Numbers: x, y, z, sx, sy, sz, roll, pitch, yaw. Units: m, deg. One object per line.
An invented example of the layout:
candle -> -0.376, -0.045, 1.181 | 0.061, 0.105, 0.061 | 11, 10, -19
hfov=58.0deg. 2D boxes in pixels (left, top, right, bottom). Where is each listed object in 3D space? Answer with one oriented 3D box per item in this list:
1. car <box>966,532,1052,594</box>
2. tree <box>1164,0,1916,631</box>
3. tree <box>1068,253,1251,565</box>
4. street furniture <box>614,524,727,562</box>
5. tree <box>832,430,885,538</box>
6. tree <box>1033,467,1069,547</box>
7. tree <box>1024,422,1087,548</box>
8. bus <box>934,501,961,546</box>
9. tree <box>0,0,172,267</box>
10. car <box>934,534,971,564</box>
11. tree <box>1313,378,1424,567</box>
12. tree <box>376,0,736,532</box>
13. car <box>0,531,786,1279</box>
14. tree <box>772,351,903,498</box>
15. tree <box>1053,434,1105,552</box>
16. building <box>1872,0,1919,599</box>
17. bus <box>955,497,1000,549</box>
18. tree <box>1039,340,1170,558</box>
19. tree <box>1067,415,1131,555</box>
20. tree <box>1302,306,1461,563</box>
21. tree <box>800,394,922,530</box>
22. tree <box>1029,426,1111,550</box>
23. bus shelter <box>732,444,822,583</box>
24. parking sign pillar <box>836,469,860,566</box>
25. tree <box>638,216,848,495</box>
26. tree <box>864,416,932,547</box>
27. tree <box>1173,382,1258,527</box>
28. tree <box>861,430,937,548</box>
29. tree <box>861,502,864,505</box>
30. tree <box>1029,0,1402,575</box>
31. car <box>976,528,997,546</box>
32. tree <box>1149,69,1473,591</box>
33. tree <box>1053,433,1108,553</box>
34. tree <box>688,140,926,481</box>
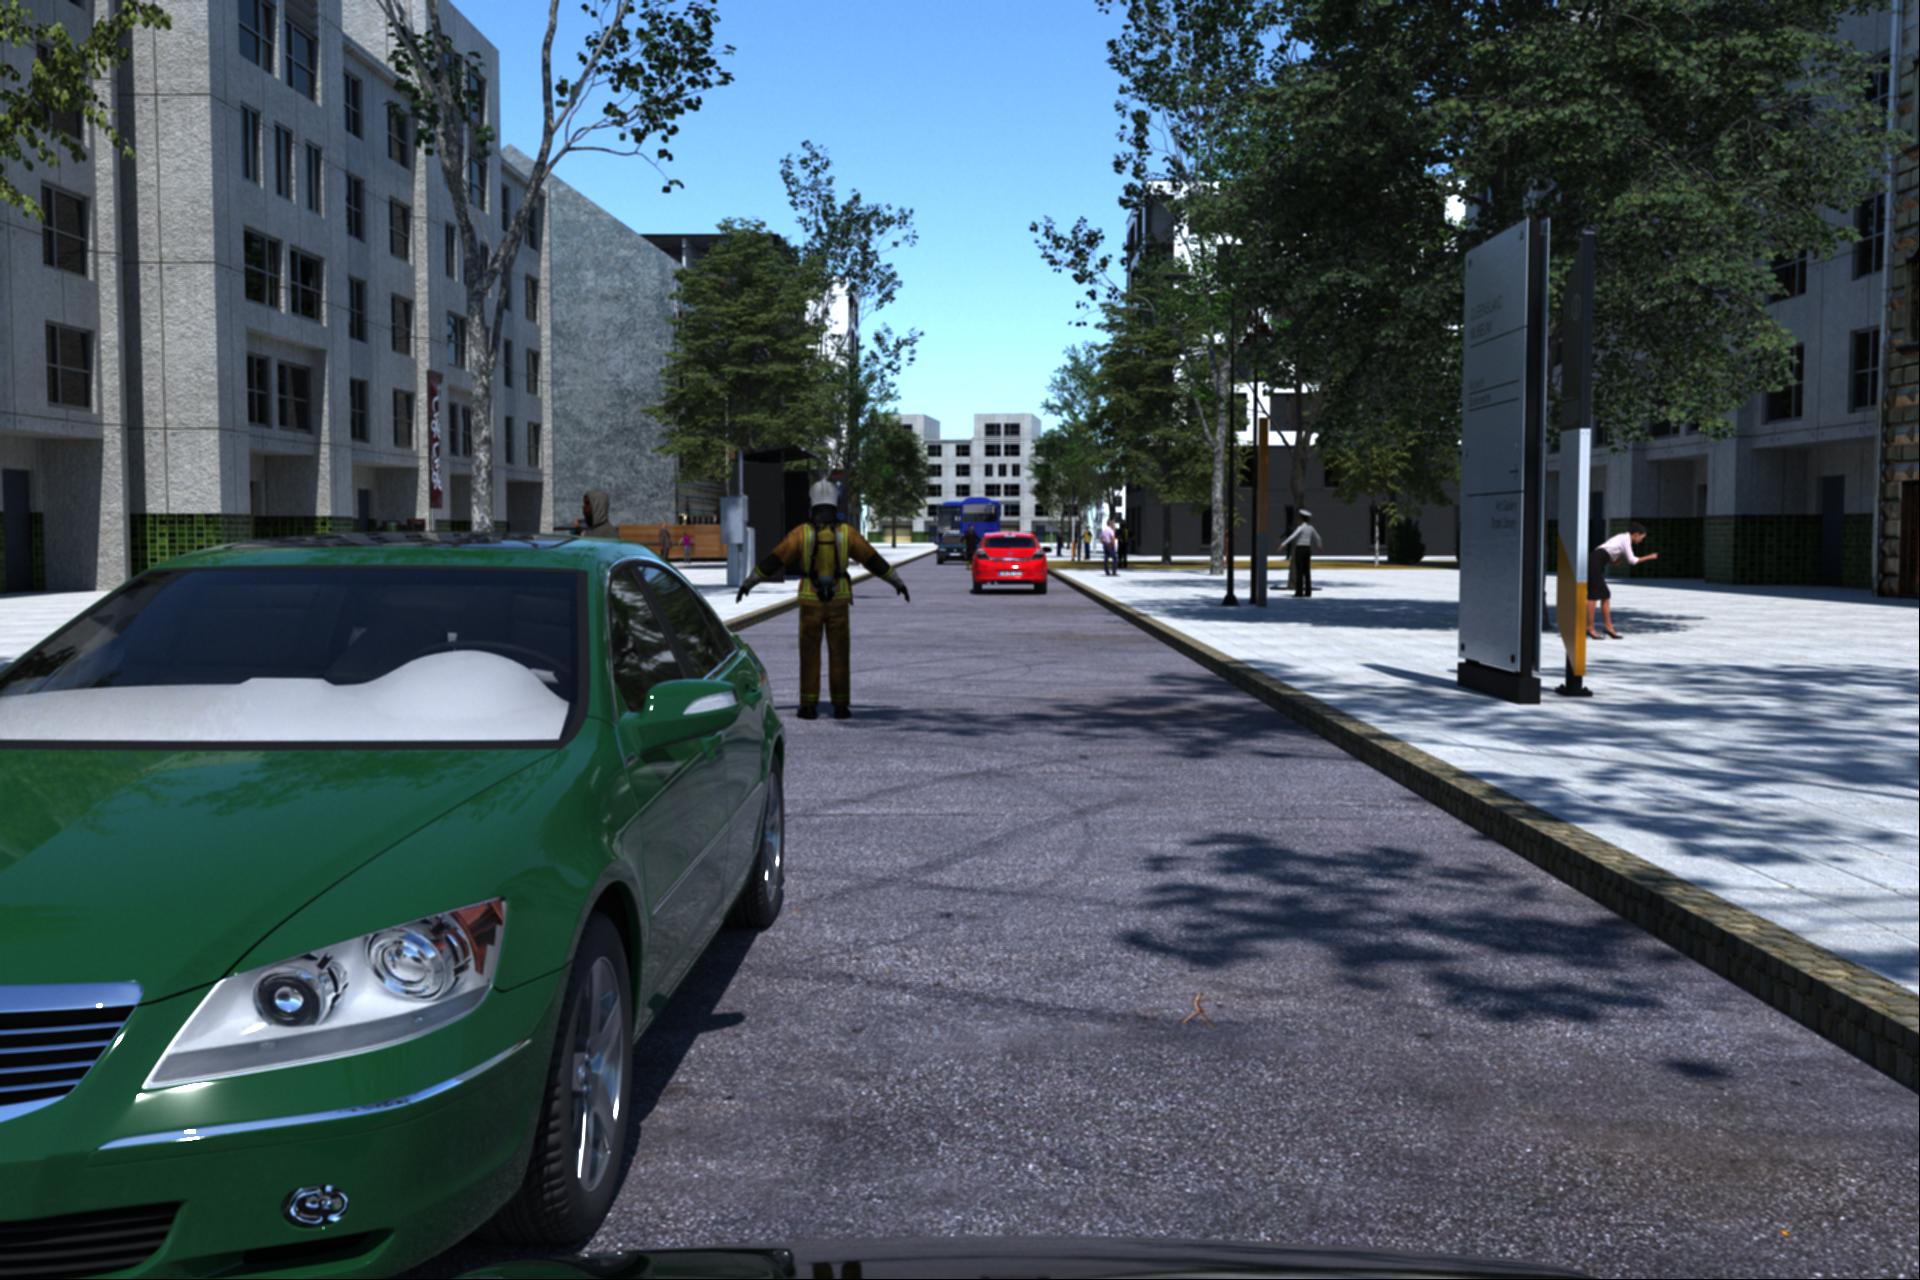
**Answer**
car -> 1.209, -2.061, 42.739 | 2.155, 1.783, 4.494 | 0, 4, 1
tree -> 7.514, -7.115, 22.989 | 9.857, 13.997, 8.962 | 0, 3, 0
tree -> 8.303, -9.353, 71.051 | 7.486, 12.596, 7.792 | 0, 3, 0
street furniture -> -12.352, -4.657, 82.988 | 9.812, 1.723, 11.010 | -1, 4, -16
tree -> -6.474, -10.035, 114.429 | 4.737, 8.622, 4.395 | 0, 3, 0
tree -> 9.027, -13.409, 169.604 | 4.737, 8.622, 4.395 | 0, 3, 0
tree -> 9.448, -14.211, 158.106 | 9.928, 11.665, 9.643 | 0, 3, 0
bus -> -0.362, -8.677, 133.419 | 2.896, 3.916, 12.251 | 0, 4, 1
tree -> -8.481, -3.888, 13.930 | 4.737, 8.622, 4.395 | 0, 3, 0
car -> -0.214, -4.479, 83.020 | 2.009, 1.686, 4.222 | 0, 4, 1
tree -> 16.152, -7.164, 67.498 | 4.737, 8.622, 4.395 | 0, 3, 0
tree -> -7.143, -10.573, 28.751 | 12.611, 20.169, 13.585 | 0, 3, 0
car -> -1.608, 0.414, 5.028 | 2.131, 1.459, 4.920 | 0, 4, 1
tree -> -7.048, -10.601, 99.087 | 9.928, 11.665, 9.643 | 0, 3, 0
tree -> 8.593, -10.489, 121.860 | 4.360, 8.622, 3.978 | 0, 3, 0
building -> 27.773, -11.904, 25.568 | 19.493, 23.208, 18.063 | 0, 4, 1
bus -> 1.188, -7.603, 115.863 | 2.896, 3.916, 12.251 | 0, 4, -1
tree -> 8.096, -10.207, 92.634 | 9.928, 11.665, 9.643 | 0, 3, 0
tree -> 8.255, -9.551, 106.513 | 4.360, 8.622, 3.978 | 0, 3, 0
tree -> 19.085, -9.763, 77.747 | 7.486, 12.596, 7.792 | 0, 3, 0
tree -> -6.446, -10.606, 107.824 | 8.767, 10.594, 7.601 | 0, 4, 4
tree -> 9.321, -12.780, 143.368 | 7.601, 10.594, 8.767 | -1, 4, -12
bus shelter -> -5.043, -3.498, 48.483 | 1.731, 3.624, 6.357 | 0, 4, 2
parking sign pillar -> -4.844, -5.044, 70.947 | 1.447, 3.967, 1.447 | 0, 4, 1
tree -> -7.758, -8.856, 62.919 | 7.486, 12.596, 7.792 | 0, 3, 0
tree -> -6.192, -15.219, 166.957 | 7.486, 12.596, 7.792 | 0, 3, 0
tree -> 11.914, -7.946, 80.284 | 4.737, 8.622, 4.395 | 0, 3, 0
tree -> -6.003, -13.515, 155.386 | 8.767, 10.594, 7.601 | 1, 4, 8
tree -> -16.171, -18.765, 257.163 | 4.737, 8.622, 4.395 | 0, 3, 0
tree -> 8.617, -12.170, 54.869 | 12.611, 20.169, 13.585 | 0, 3, 0
car -> 1.577, -4.036, 75.575 | 1.945, 1.707, 3.694 | 0, 4, 0
tree -> 7.775, -6.940, 39.232 | 9.928, 11.665, 9.643 | 0, 3, 0
tree -> 7.871, -10.123, 115.867 | 4.360, 8.622, 3.978 | 0, 3, 0
tree -> -7.847, -14.097, 86.378 | 12.611, 20.169, 13.585 | 0, 3, 0
